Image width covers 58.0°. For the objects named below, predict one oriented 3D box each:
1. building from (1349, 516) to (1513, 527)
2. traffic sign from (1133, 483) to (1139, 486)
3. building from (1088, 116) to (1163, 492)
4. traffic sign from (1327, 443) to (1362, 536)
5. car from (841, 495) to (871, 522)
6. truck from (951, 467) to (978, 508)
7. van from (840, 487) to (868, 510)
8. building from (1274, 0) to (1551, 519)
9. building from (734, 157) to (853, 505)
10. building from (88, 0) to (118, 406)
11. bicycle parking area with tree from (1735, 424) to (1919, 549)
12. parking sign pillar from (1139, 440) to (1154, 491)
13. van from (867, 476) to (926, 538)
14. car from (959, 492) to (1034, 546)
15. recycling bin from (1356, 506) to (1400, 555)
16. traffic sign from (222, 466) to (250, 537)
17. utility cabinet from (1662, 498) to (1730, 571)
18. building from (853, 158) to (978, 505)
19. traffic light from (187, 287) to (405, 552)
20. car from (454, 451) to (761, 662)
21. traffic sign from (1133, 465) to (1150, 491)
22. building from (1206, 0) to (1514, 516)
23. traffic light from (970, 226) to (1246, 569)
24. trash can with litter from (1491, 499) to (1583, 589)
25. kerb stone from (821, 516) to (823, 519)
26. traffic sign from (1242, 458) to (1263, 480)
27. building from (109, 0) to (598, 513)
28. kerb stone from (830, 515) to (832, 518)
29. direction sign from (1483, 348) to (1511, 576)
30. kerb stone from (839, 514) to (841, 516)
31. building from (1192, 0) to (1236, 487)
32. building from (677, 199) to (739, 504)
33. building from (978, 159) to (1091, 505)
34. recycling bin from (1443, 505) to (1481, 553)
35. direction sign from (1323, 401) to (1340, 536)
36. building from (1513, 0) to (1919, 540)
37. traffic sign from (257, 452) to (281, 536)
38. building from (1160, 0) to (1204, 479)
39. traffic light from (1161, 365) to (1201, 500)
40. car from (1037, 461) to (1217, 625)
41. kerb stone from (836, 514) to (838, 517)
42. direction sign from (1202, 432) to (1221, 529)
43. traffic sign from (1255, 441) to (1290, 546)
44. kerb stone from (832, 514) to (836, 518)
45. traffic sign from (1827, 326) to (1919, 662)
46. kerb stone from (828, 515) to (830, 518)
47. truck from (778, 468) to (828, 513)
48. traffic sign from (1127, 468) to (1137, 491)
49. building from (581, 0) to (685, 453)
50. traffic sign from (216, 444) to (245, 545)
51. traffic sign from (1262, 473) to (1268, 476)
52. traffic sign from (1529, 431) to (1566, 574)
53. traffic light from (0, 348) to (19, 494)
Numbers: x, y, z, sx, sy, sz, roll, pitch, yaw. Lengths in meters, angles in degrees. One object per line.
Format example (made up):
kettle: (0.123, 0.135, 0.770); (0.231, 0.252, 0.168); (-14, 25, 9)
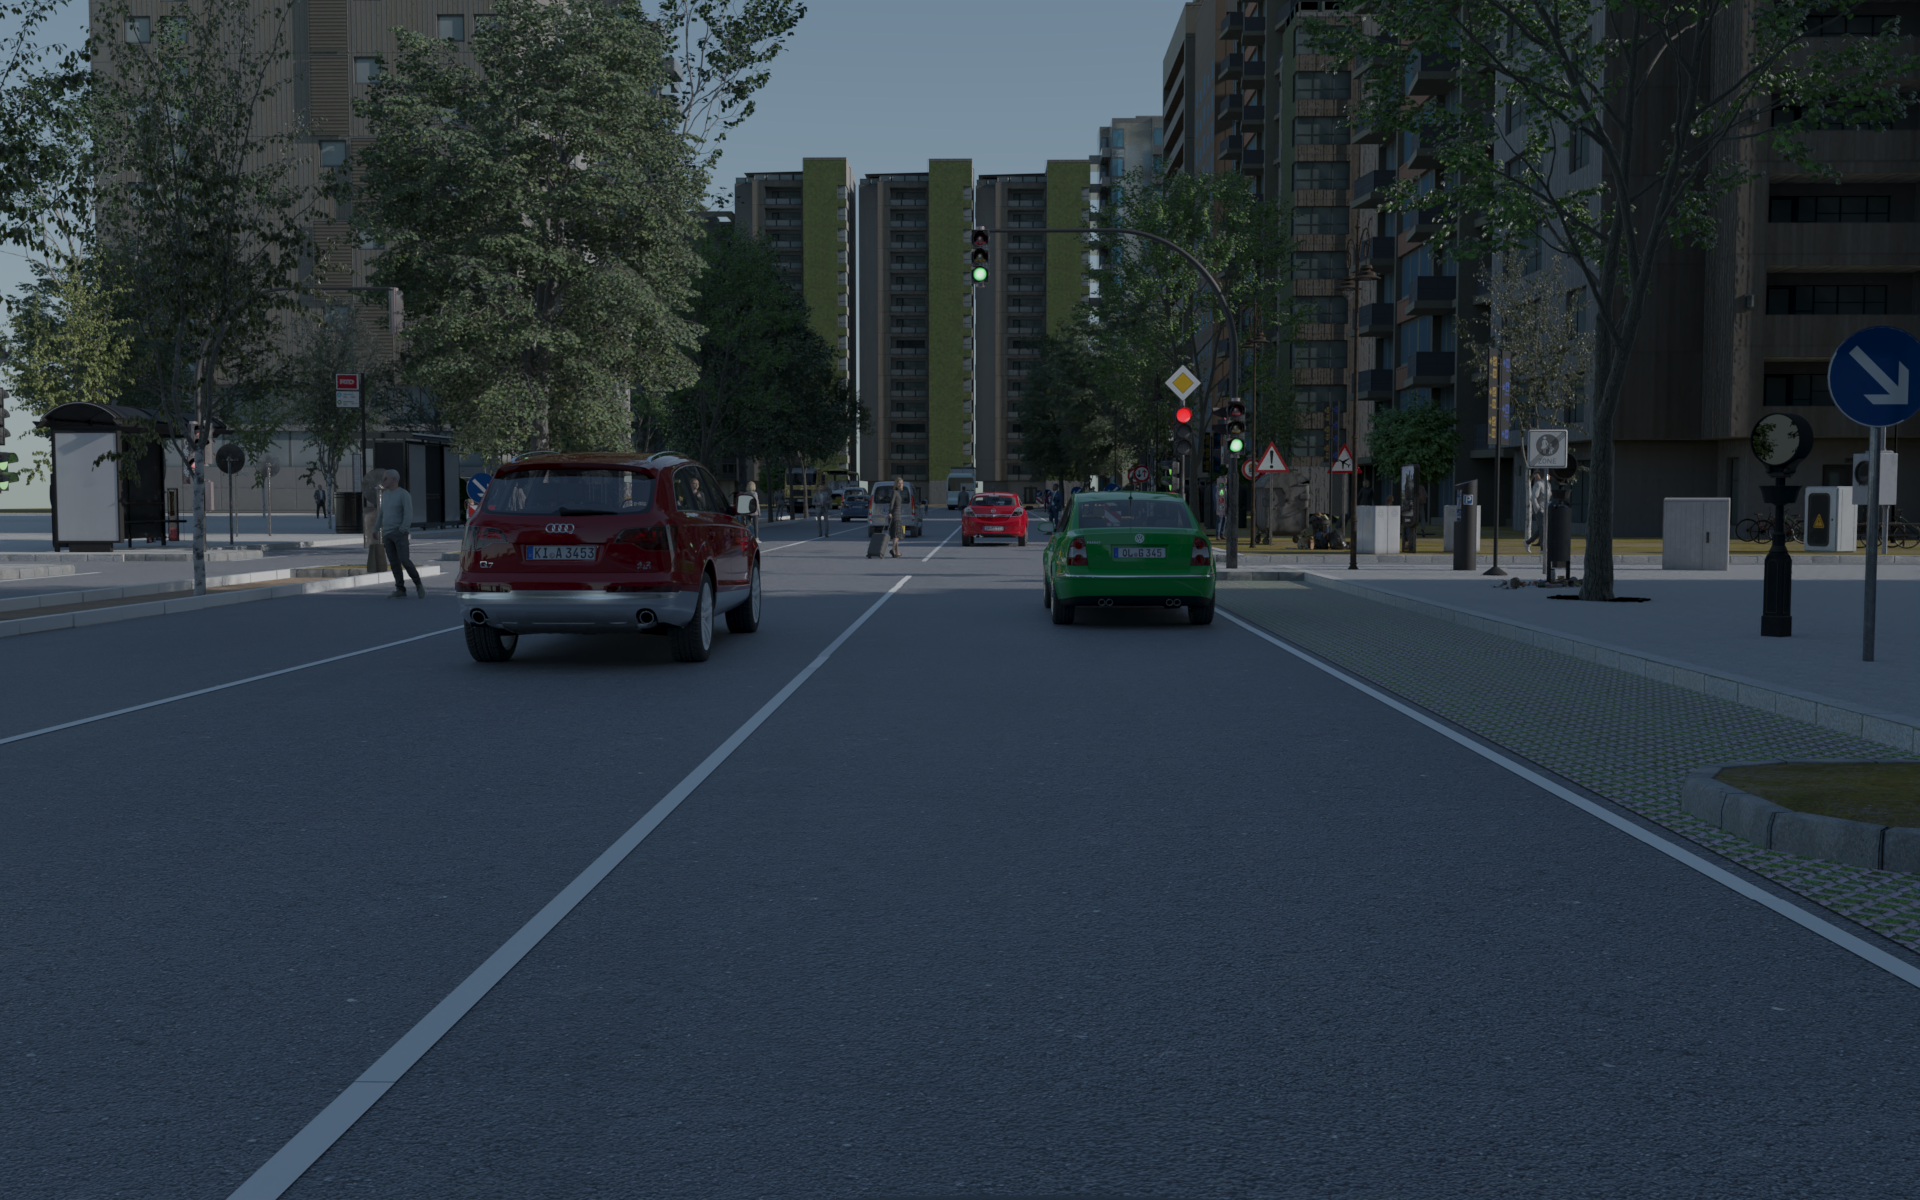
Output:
building: (29.363, -25.733, 75.364); (22.147, 44.769, 28.867); (0, 4, 1)
traffic sign: (11.333, -6.846, 112.033); (0.768, 2.556, 0.104); (0, 4, 3)
building: (31.204, -36.649, 218.812); (30.456, 49.044, 23.786); (0, 4, 1)
traffic sign: (9.863, -2.721, 44.497); (0.884, 2.594, 0.081); (0, 4, 3)
car: (-5.170, -4.748, 89.634); (2.014, 1.417, 4.499); (0, 4, 1)
truck: (0.418, -11.843, 182.541); (2.839, 4.237, 11.283); (0, 4, 2)
van: (-6.343, -6.044, 105.838); (2.013, 2.044, 4.112); (0, 4, 1)
building: (26.178, -20.404, 105.304); (14.160, 30.474, 14.107); (0, 4, 1)
building: (-20.141, -32.390, 213.176); (14.086, 41.232, 14.154); (0, 4, 1)
building: (-68.070, -44.547, 166.591); (20.611, 71.187, 20.563); (0, 4, 1)
bicycle parking area with tree: (24.076, -3.390, 42.431); (9.016, 4.147, 8.231); (1, 4, 22)
parking sign pillar: (9.191, -5.932, 85.466); (1.447, 3.967, 1.447); (-1, 4, -9)
van: (-2.167, -3.148, 58.486); (2.013, 2.044, 4.112); (0, 4, 2)
car: (1.009, -2.443, 48.978); (2.155, 1.783, 4.494); (0, 4, 3)
recycling bin: (8.909, -1.498, 37.052); (0.722, 1.027, 0.722); (-2, 4, -26)
traffic sign: (-21.668, -3.170, 51.835); (0.884, 2.594, 0.081); (1, 4, 10)
utility cabinet: (12.432, -1.107, 29.256); (1.020, 1.237, 0.306); (2, 4, 27)
building: (-5.264, -32.435, 213.912); (14.086, 41.232, 14.154); (0, 4, 1)
traffic light: (-14.645, -3.882, 38.138); (4.771, 5.953, 1.251); (0, 4, 1)
car: (-3.136, -0.468, 16.325); (2.281, 1.827, 5.304); (0, 4, 1)
traffic sign: (7.900, -4.598, 75.279); (0.768, 2.556, 0.104); (1, 4, 10)
building: (30.606, -28.860, 126.490); (22.147, 44.769, 28.867); (0, 4, 1)
traffic light: (2.562, -3.362, 29.641); (4.771, 5.953, 1.251); (0, 4, 1)
trash can with litter: (8.047, -0.801, 24.149); (2.233, 1.210, 1.678); (-3, 5, -40)
kerb stone: (-7.979, -4.612, 97.594); (0.120, 0.150, 1.000); (0, 4, 1)
traffic sign: (10.381, -3.753, 61.468); (0.768, 2.556, 0.104); (0, 4, 7)
building: (-42.433, -32.903, 127.204); (28.713, 52.752, 27.495); (0, 4, 1)
kerb stone: (-7.874, -4.922, 102.733); (0.120, 0.150, 1.000); (0, 4, 1)
direction sign: (8.464, -2.158, 27.282); (0.379, 3.537, 0.876); (3, 4, 38)
kerb stone: (-7.756, -5.301, 108.870); (0.120, 0.150, 1.000); (0, 4, 1)
building: (27.691, -30.454, 148.031); (14.600, 45.320, 14.200); (0, 4, 1)
building: (-39.011, -32.544, 223.978); (23.993, 40.220, 32.217); (0, 4, 1)
building: (8.837, -32.474, 214.547); (14.086, 41.232, 14.154); (0, 4, 1)
recycling bin: (11.105, -1.575, 38.309); (0.722, 1.027, 0.722); (1, 4, 21)
direction sign: (9.124, -3.096, 42.614); (0.379, 3.537, 0.876); (-1, 4, -11)
building: (25.436, -17.242, 53.610); (14.107, 30.474, 14.160); (0, 4, 1)
traffic sign: (-21.033, -3.218, 52.713); (0.768, 2.556, 0.104); (0, 4, 7)
building: (30.957, -33.152, 165.736); (21.300, 48.544, 21.600); (0, 4, 1)
traffic light: (4.818, -2.985, 37.723); (0.839, 4.253, 0.868); (0, 4, 1)
car: (1.911, -0.710, 20.398); (1.959, 1.807, 4.718); (0, 4, 1)
kerb stone: (-7.800, -5.174, 106.826); (0.120, 0.150, 1.000); (0, 4, 1)
direction sign: (9.207, -4.371, 63.459); (0.876, 3.537, 0.379); (-2, 4, -34)
traffic sign: (7.702, -2.621, 42.858); (0.884, 2.594, 0.081); (0, 4, 8)
kerb stone: (-7.816, -5.111, 105.804); (0.120, 0.150, 1.000); (0, 4, 1)
traffic sign: (6.972, -0.802, 13.218); (0.768, 2.556, 0.104); (0, 4, 4)
kerb stone: (-7.903, -4.857, 101.706); (0.120, 0.150, 1.000); (0, 4, 1)
truck: (-11.615, -8.249, 130.792); (3.469, 3.379, 9.791); (0, 4, 0)
traffic sign: (8.533, -5.156, 84.401); (0.768, 2.556, 0.104); (0, 4, 7)
building: (-42.531, -33.498, 167.299); (30.456, 49.044, 23.786); (0, 4, 1)
traffic sign: (-18.509, -2.681, 43.942); (0.768, 2.556, 0.104); (0, 4, 3)
traffic sign: (10.849, -3.667, 59.963); (0.884, 2.594, 0.081); (0, 4, 7)
traffic sign: (9.355, -1.561, 27.657); (0.606, 2.300, 0.079); (0, 4, 5)
traffic light: (-16.901, -2.522, 30.162); (0.839, 4.253, 0.868); (0, 4, 1)
